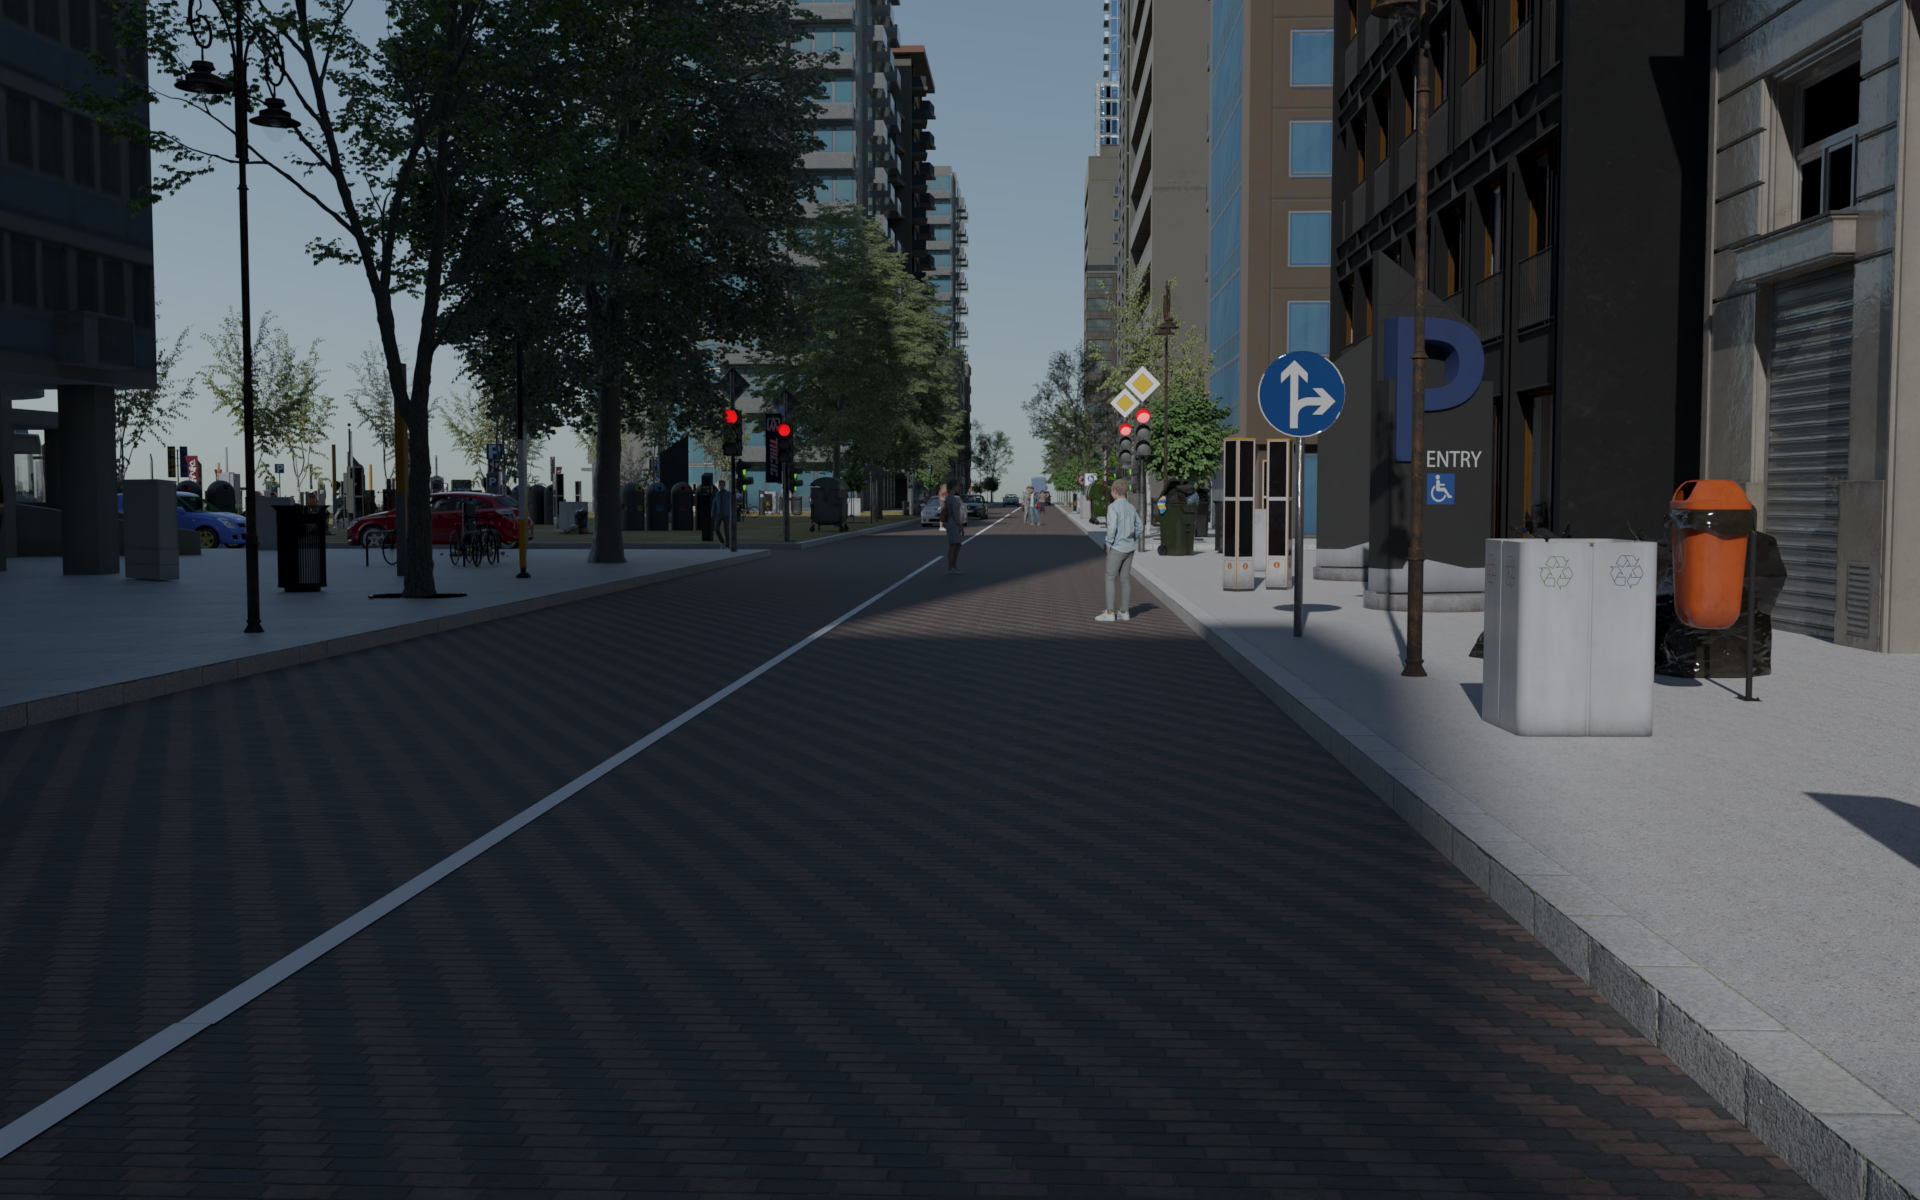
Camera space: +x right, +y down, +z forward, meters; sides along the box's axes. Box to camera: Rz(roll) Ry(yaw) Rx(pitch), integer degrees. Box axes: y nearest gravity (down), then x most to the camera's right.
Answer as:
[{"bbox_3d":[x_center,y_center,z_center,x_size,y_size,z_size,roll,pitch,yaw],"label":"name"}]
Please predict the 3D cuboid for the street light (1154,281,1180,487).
[{"bbox_3d":[4.477,-3.967,37.656,0.468,5.910,1.993,0,4,3],"label":"street light"}]

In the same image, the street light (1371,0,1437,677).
[{"bbox_3d":[3.206,-2.401,12.050,0.468,5.910,1.993,0,4,3],"label":"street light"}]

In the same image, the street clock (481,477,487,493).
[{"bbox_3d":[-20.370,-4.284,74.610,0.471,2.002,0.358,2,4,27],"label":"street clock"}]

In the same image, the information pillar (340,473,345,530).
[{"bbox_3d":[-20.896,-3.354,59.329,0.304,2.012,0.304,3,4,38],"label":"information pillar"}]

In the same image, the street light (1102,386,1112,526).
[{"bbox_3d":[5.943,-5.930,69.743,0.468,5.910,1.993,0,4,3],"label":"street light"}]

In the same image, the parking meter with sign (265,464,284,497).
[{"bbox_3d":[-39.719,-6.344,99.978,1.738,3.016,0.543,3,4,37],"label":"parking meter with sign"}]

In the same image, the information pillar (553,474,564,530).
[{"bbox_3d":[-14.364,-3.518,62.006,0.304,2.012,0.304,-2,4,-33],"label":"information pillar"}]

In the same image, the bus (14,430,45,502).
[{"bbox_3d":[-29.195,-2.975,43.495,13.247,3.499,2.948,0,4,2],"label":"bus"}]

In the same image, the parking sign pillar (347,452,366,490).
[{"bbox_3d":[-38.464,-7.458,110.410,1.447,3.967,1.447,1,4,15],"label":"parking sign pillar"}]

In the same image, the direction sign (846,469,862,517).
[{"bbox_3d":[-6.125,-6.459,97.605,0.876,3.537,0.379,-1,4,-19],"label":"direction sign"}]

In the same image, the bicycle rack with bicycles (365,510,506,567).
[{"bbox_3d":[-9.427,-1.118,31.659,2.852,0.926,2.925,0,4,5],"label":"bicycle rack with bicycles"}]

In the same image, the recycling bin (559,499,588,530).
[{"bbox_3d":[-12.969,-2.790,58.179,0.722,1.027,0.722,1,4,18],"label":"recycling bin"}]

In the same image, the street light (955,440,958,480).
[{"bbox_3d":[-0.313,-10.791,149.215,0.468,5.910,1.993,0,4,3],"label":"street light"}]

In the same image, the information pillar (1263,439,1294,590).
[{"bbox_3d":[4.284,-1.145,23.216,0.304,2.012,0.304,1,4,22],"label":"information pillar"}]

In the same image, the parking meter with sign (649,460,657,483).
[{"bbox_3d":[-14.814,-5.571,87.353,1.738,3.016,0.543,2,4,30],"label":"parking meter with sign"}]

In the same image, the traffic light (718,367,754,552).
[{"bbox_3d":[-5.023,-3.029,38.451,0.839,4.253,0.868,0,4,3],"label":"traffic light"}]

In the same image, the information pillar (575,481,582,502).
[{"bbox_3d":[-21.397,-5.665,97.113,0.304,2.012,0.304,0,4,2],"label":"information pillar"}]

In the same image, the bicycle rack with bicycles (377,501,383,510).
[{"bbox_3d":[-30.759,-4.777,91.482,2.852,0.926,2.925,-2,4,-29],"label":"bicycle rack with bicycles"}]

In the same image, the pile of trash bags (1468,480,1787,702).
[{"bbox_3d":[4.822,-0.149,12.182,1.912,1.369,3.447,0,4,6],"label":"pile of trash bags"}]

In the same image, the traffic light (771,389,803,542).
[{"bbox_3d":[-4.646,-3.517,46.428,0.839,4.253,0.868,0,4,3],"label":"traffic light"}]

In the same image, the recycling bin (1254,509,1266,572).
[{"bbox_3d":[4.930,-1.008,29.027,0.722,1.027,0.722,2,4,29],"label":"recycling bin"}]

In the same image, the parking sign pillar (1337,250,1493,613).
[{"bbox_3d":[5.263,-1.887,19.329,1.447,3.967,1.447,-1,4,-16],"label":"parking sign pillar"}]

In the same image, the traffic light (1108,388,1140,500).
[{"bbox_3d":[4.356,-3.492,46.020,0.839,4.253,0.868,0,4,3],"label":"traffic light"}]

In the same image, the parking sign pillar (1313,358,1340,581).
[{"bbox_3d":[6.038,-2.290,25.919,1.447,3.967,1.447,2,4,27],"label":"parking sign pillar"}]

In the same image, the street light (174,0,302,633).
[{"bbox_3d":[-6.549,-2.636,15.887,0.468,5.910,1.993,0,4,3],"label":"street light"}]

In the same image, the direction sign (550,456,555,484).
[{"bbox_3d":[-24.601,-6.892,104.681,0.379,3.537,0.876,-2,4,-30],"label":"direction sign"}]

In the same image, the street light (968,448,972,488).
[{"bbox_3d":[1.045,-12.355,174.791,0.468,5.910,1.993,0,4,3],"label":"street light"}]

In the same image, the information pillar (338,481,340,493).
[{"bbox_3d":[-34.611,-5.669,97.175,0.304,2.012,0.304,-2,4,-34],"label":"information pillar"}]

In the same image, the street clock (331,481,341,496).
[{"bbox_3d":[-33.969,-5.487,94.288,0.471,2.002,0.358,-3,5,-44],"label":"street clock"}]

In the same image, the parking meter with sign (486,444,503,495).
[{"bbox_3d":[-15.948,-3.844,59.113,0.543,3.016,1.738,-1,4,-10],"label":"parking meter with sign"}]

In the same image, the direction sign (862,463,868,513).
[{"bbox_3d":[-6.835,-7.835,120.095,0.876,3.537,0.379,0,4,-1],"label":"direction sign"}]

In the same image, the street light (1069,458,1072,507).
[{"bbox_3d":[9.508,-10.550,145.272,0.468,5.910,1.993,0,4,3],"label":"street light"}]

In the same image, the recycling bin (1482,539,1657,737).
[{"bbox_3d":[3.318,0.188,9.474,0.722,1.027,0.722,0,4,1],"label":"recycling bin"}]

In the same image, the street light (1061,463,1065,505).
[{"bbox_3d":[11.952,-13.713,197.000,0.468,5.910,1.993,0,4,3],"label":"street light"}]

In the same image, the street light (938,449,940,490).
[{"bbox_3d":[-1.482,-9.197,123.165,0.468,5.910,1.993,0,4,3],"label":"street light"}]

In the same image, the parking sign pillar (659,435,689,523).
[{"bbox_3d":[-12.891,-5.480,78.075,1.447,3.967,1.447,-1,4,-13],"label":"parking sign pillar"}]

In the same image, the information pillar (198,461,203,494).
[{"bbox_3d":[-49.654,-7.442,113.023,0.183,3.616,0.504,1,4,18],"label":"information pillar"}]

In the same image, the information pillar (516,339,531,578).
[{"bbox_3d":[-6.707,-2.152,26.539,0.183,3.616,0.504,0,4,-8],"label":"information pillar"}]

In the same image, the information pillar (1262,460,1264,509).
[{"bbox_3d":[6.677,-2.004,37.250,0.304,2.012,0.304,2,4,24],"label":"information pillar"}]

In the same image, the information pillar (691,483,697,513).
[{"bbox_3d":[-17.949,-6.874,116.876,0.304,2.012,0.304,-2,4,-26],"label":"information pillar"}]

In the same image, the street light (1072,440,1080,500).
[{"bbox_3d":[8.262,-9.048,120.714,0.468,5.910,1.993,0,4,3],"label":"street light"}]

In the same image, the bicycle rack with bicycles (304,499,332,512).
[{"bbox_3d":[-42.919,-6.337,116.999,2.852,0.926,2.925,-2,4,-24],"label":"bicycle rack with bicycles"}]

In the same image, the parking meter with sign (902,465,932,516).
[{"bbox_3d":[-2.569,-6.581,103.860,1.738,3.016,0.543,-1,4,-18],"label":"parking meter with sign"}]

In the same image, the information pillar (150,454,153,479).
[{"bbox_3d":[-46.658,-6.645,100.007,0.183,3.616,0.504,-2,4,-34],"label":"information pillar"}]

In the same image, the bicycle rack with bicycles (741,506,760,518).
[{"bbox_3d":[-12.270,-4.906,93.600,2.925,0.926,2.852,0,3,0],"label":"bicycle rack with bicycles"}]

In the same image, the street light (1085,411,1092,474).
[{"bbox_3d":[7.074,-7.483,95.133,0.468,5.910,1.993,0,4,3],"label":"street light"}]

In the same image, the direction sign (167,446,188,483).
[{"bbox_3d":[-36.972,-5.500,81.916,0.876,3.537,0.379,-1,4,-17],"label":"direction sign"}]

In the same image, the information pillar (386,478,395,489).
[{"bbox_3d":[-25.822,-4.531,78.578,0.304,2.012,0.304,1,4,9],"label":"information pillar"}]

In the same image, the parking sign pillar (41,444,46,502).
[{"bbox_3d":[-35.044,-4.811,67.132,1.447,3.967,1.447,2,4,35],"label":"parking sign pillar"}]

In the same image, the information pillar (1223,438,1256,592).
[{"bbox_3d":[3.676,-1.121,22.821,0.304,2.012,0.304,-2,4,-30],"label":"information pillar"}]

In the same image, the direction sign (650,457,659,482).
[{"bbox_3d":[-18.596,-6.941,105.487,0.876,3.537,0.379,3,5,43],"label":"direction sign"}]

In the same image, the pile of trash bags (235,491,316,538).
[{"bbox_3d":[-19.919,-2.449,49.799,1.912,1.369,3.447,-1,4,-11],"label":"pile of trash bags"}]

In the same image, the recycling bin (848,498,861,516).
[{"bbox_3d":[-6.318,-5.484,102.213,0.722,1.027,0.722,-2,4,-24],"label":"recycling bin"}]

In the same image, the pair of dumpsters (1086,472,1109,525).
[{"bbox_3d":[6.183,-4.357,73.730,1.574,2.255,4.437,0,4,3],"label":"pair of dumpsters"}]

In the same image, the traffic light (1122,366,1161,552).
[{"bbox_3d":[3.979,-3.004,38.043,0.839,4.253,0.868,0,4,3],"label":"traffic light"}]

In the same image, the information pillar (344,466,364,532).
[{"bbox_3d":[-16.084,-2.544,46.082,0.304,2.012,0.304,3,4,36],"label":"information pillar"}]
